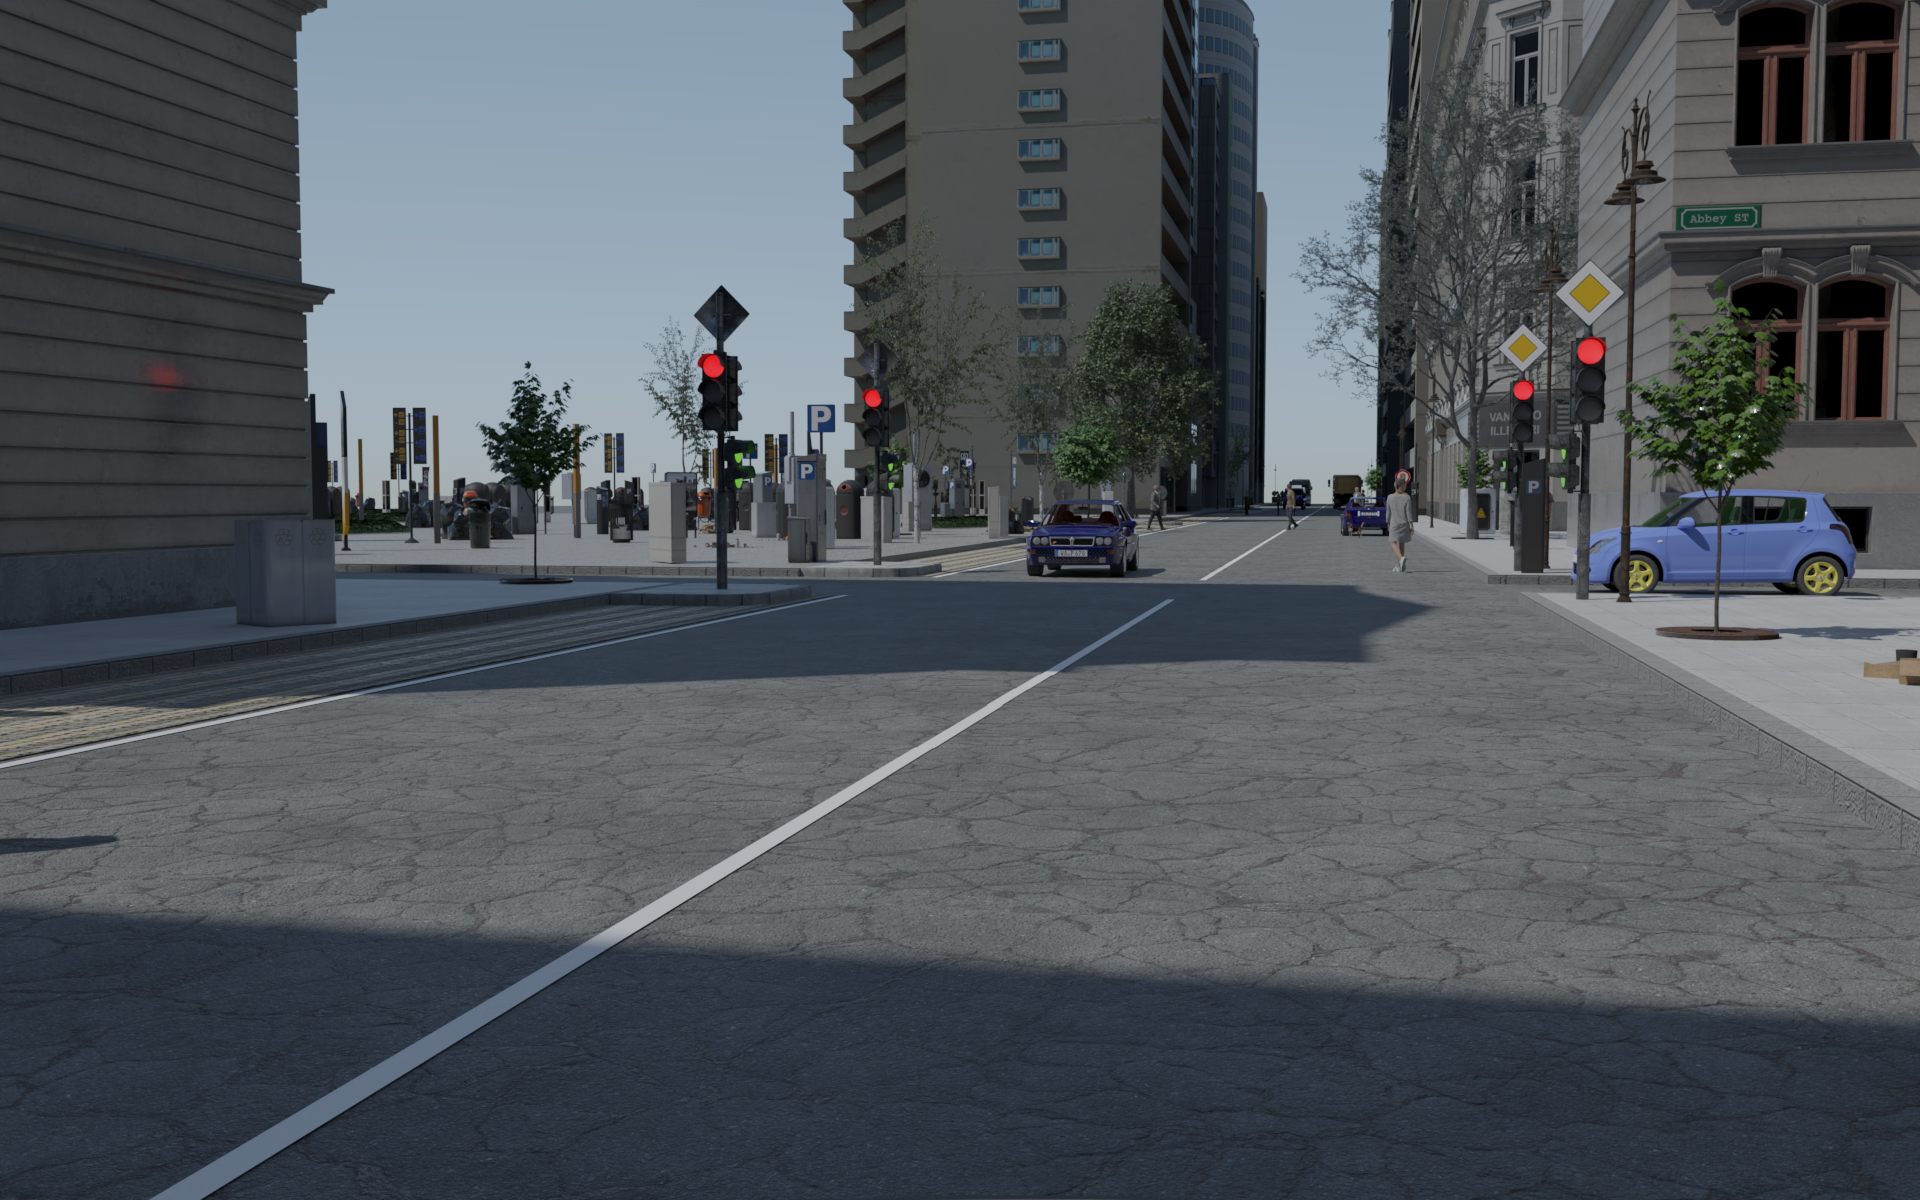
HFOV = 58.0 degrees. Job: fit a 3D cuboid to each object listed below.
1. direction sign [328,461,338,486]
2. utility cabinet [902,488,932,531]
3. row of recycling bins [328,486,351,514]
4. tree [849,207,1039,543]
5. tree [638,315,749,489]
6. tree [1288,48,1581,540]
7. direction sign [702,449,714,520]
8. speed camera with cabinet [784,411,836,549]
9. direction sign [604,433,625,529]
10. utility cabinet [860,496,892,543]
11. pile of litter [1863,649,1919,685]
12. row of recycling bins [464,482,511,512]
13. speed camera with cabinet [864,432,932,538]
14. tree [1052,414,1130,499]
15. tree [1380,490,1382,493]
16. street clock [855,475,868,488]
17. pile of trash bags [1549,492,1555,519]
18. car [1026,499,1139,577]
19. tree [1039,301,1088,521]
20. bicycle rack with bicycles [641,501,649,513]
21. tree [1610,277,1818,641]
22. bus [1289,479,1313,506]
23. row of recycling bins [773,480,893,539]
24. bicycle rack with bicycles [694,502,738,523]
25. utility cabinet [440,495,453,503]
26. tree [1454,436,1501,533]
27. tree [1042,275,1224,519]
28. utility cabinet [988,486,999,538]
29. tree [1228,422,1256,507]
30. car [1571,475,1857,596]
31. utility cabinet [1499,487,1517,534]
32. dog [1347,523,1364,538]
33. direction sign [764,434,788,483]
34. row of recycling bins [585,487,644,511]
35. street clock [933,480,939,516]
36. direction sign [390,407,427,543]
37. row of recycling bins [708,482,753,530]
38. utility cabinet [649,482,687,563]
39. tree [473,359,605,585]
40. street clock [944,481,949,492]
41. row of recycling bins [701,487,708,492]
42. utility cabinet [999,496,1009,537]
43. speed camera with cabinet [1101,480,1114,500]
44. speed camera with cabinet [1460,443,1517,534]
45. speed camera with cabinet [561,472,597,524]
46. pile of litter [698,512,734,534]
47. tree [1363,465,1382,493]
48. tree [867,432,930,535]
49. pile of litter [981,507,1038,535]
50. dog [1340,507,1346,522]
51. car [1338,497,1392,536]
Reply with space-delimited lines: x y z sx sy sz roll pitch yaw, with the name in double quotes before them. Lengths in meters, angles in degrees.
"direction sign" -42.370 -7.643 116.966 0.876 3.537 0.379 1 4 17
"utility cabinet" -1.450 -3.078 59.007 0.318 1.500 1.173 3 5 41
"row of recycling bins" -32.423 -4.990 88.704 1.069 1.692 3.534 1 4 10
"tree" -0.966 -5.764 44.599 4.360 8.622 3.978 0 3 0
"tree" -11.205 -7.444 72.076 4.360 8.622 3.978 0 3 0
"tree" 14.406 -8.464 48.763 12.009 13.543 11.850 0 3 0
"direction sign" -12.469 -5.792 86.698 0.876 3.537 0.379 -1 4 -23
"speed camera with cabinet" -3.566 -2.852 40.973 0.660 3.252 2.038 -2 4 -24
"direction sign" -12.820 -4.420 64.271 0.876 3.537 0.379 2 4 24
"utility cabinet" -2.202 -2.113 45.704 0.306 1.237 1.020 -3 5 -40
"pile of litter" 6.869 0.144 11.613 1.176 0.858 1.719 0 4 -2
"row of recycling bins" -15.975 -3.242 60.120 1.069 1.692 3.534 1 4 16
"speed camera with cabinet" -1.853 -3.474 51.135 2.038 3.252 0.660 -2 4 -30
"tree" 5.294 -5.348 71.157 4.285 4.588 4.351 0 3 0
"tree" 47.257 -12.130 192.924 1.663 3.219 1.824 0 3 0
"street clock" -3.676 -3.677 64.691 0.471 2.002 0.358 -3 5 -44
"pile of trash bags" 17.911 -2.430 49.478 1.912 1.369 3.447 -3 5 -42
"car" 2.256 -1.148 31.346 1.945 1.354 3.894 1 4 11
"tree" 2.809 -6.887 62.957 4.360 8.622 3.978 0 3 0
"bicycle rack with bicycles" -16.036 -4.649 89.386 2.852 0.926 2.925 -1 4 -18
"tree" 6.711 -1.285 15.608 1.663 3.219 1.824 0 3 0
"bus" 40.768 -13.006 207.504 2.948 3.499 13.247 1 4 12
"row of recycling bins" -3.606 -2.604 49.685 3.534 1.692 1.069 1 4 14
"bicycle rack with bicycles" -11.313 -3.973 78.335 2.925 0.926 2.852 3 5 40
"utility cabinet" -22.690 -4.007 76.676 1.020 1.237 0.306 2 4 29
"tree" 17.238 -3.846 57.488 1.663 3.219 1.824 0 3 0
"tree" 9.060 -10.626 90.735 9.611 12.733 9.660 0 3 0
"utility cabinet" 0.965 -2.553 50.417 0.318 1.500 1.173 0 4 -1
"tree" 27.677 -13.717 174.635 4.737 8.622 4.395 0 3 0
"car" 10.679 -0.923 24.682 3.694 1.707 1.945 1 4 12
"utility cabinet" 17.409 -2.778 54.093 0.318 1.500 1.173 -2 4 -34
"dog" 12.911 -2.281 56.582 0.406 0.507 0.540 2 4 34
"direction sign" -6.908 -4.476 65.179 0.876 3.537 0.379 0 4 -5
"row of recycling bins" -19.877 -5.640 99.330 3.534 1.692 1.069 -2 4 -31
"street clock" -1.216 -5.004 86.393 0.358 2.002 0.471 0 4 2
"direction sign" -14.380 -3.261 45.321 0.876 3.537 0.379 0 4 3
"row of recycling bins" -6.972 -3.321 61.411 3.534 1.692 1.069 0 4 3
"utility cabinet" -5.441 -1.443 32.268 0.318 1.500 1.173 -2 4 -30
"tree" -6.261 -1.861 25.026 1.663 3.219 1.824 0 3 0
"street clock" -0.691 -5.775 98.999 0.358 2.002 0.471 -2 4 -31
"row of recycling bins" -14.376 -5.919 103.884 1.069 1.692 3.534 1 4 23
"utility cabinet" 1.189 -2.513 52.245 0.306 1.237 1.020 -1 4 -16
"speed camera with cabinet" 8.924 -6.757 104.811 0.660 3.252 2.038 0 4 -1
"speed camera with cabinet" 17.066 -3.732 55.346 2.038 3.252 0.660 -1 4 -9
"speed camera with cabinet" -16.284 -4.899 74.439 0.660 3.252 2.038 2 4 24
"pile of litter" -7.996 -2.593 56.354 1.176 0.858 1.719 2 4 30
"tree" 45.661 -12.589 189.540 4.285 4.588 4.351 0 3 0
"tree" -2.153 -3.652 54.304 1.663 3.219 1.824 0 3 0
"pile of litter" 1.362 -2.532 55.357 1.719 0.858 1.176 -2 4 -32
"dog" 19.689 -4.421 89.113 0.800 0.831 0.513 0 4 -5
"car" 14.175 -2.924 60.392 1.945 1.354 3.894 1 4 11
